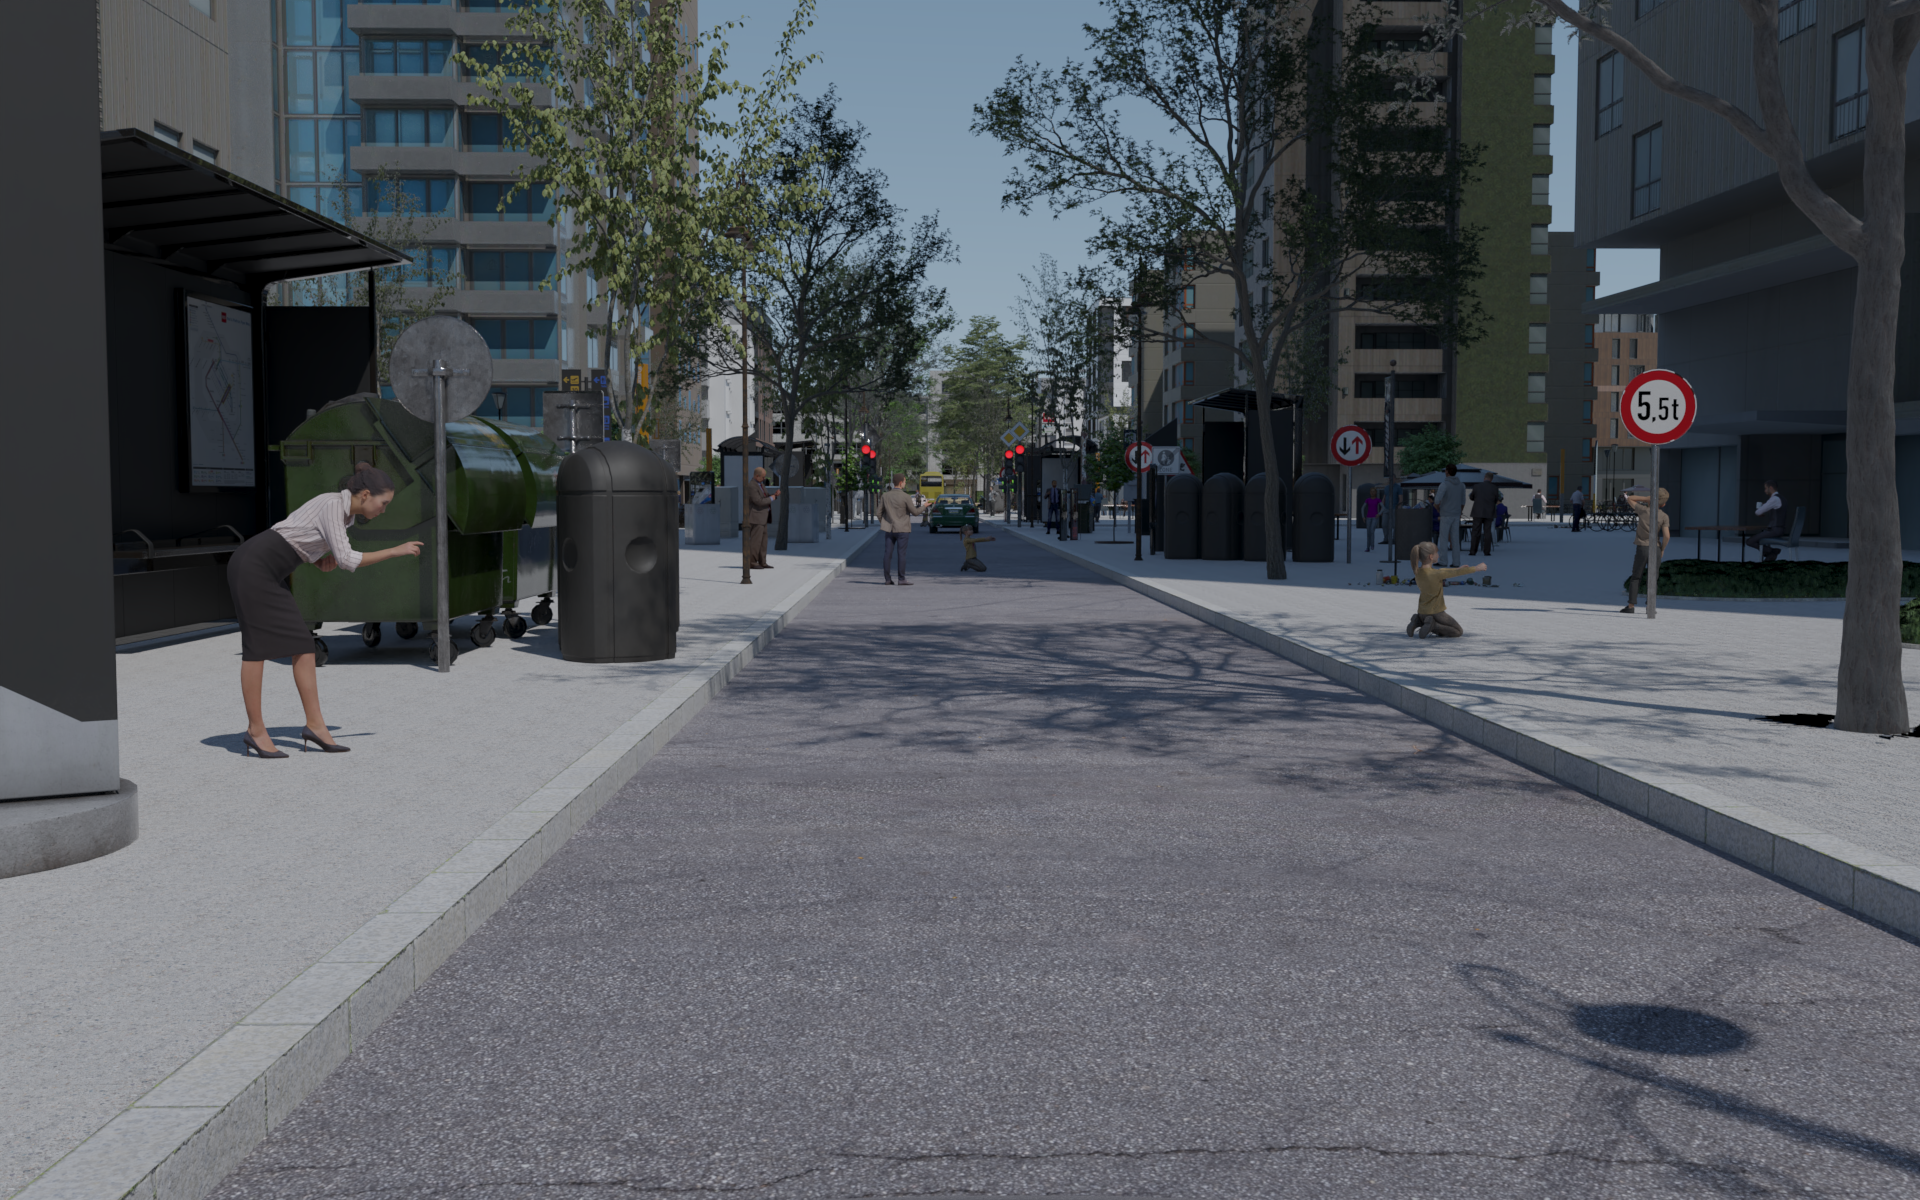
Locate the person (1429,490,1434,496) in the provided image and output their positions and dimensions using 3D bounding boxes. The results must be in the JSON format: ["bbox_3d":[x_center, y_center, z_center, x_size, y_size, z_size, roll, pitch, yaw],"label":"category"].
[{"bbox_3d":[23.450,-4.744,86.077,0.387,1.526,0.523,0,4,2],"label":"person"}]

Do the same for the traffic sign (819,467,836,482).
[{"bbox_3d":[-6.022,-4.807,78.693,0.768,2.556,0.104,0,4,5],"label":"traffic sign"}]

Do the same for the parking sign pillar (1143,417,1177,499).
[{"bbox_3d":[6.961,-4.436,61.005,1.447,3.967,1.447,-1,4,-9],"label":"parking sign pillar"}]

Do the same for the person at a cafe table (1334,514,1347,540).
[{"bbox_3d":[10.071,-2.336,49.059,1.698,1.238,1.726,0,4,3],"label":"person at a cafe table"}]

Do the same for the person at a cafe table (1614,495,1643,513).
[{"bbox_3d":[45.345,-6.527,117.583,1.726,1.238,1.698,2,4,27],"label":"person at a cafe table"}]

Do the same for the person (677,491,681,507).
[{"bbox_3d":[-19.418,-6.769,119.251,0.613,1.512,0.480,2,4,30],"label":"person"}]

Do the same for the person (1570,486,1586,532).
[{"bbox_3d":[20.893,-3.081,58.634,0.590,1.554,0.614,-1,4,-20],"label":"person"}]

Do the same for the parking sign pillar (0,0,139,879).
[{"bbox_3d":[-3.746,-1.078,6.103,1.447,3.967,1.447,-2,4,-30],"label":"parking sign pillar"}]

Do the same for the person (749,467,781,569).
[{"bbox_3d":[-3.367,-1.395,29.546,0.600,1.739,0.565,-1,4,-14],"label":"person"}]

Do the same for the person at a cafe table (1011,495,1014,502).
[{"bbox_3d":[4.913,-8.139,141.592,1.622,1.524,1.698,1,4,15],"label":"person at a cafe table"}]

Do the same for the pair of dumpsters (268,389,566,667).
[{"bbox_3d":[-4.437,-0.754,14.820,1.574,2.255,4.437,0,4,-1],"label":"pair of dumpsters"}]

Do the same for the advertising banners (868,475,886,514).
[{"bbox_3d":[-5.451,-6.946,109.754,2.074,3.025,0.090,1,4,14],"label":"advertising banners"}]

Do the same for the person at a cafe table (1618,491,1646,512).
[{"bbox_3d":[47.361,-6.977,122.596,1.622,1.524,1.698,-1,4,-19],"label":"person at a cafe table"}]

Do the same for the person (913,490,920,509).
[{"bbox_3d":[-3.953,-9.123,157.528,0.709,1.838,0.599,3,5,43],"label":"person"}]

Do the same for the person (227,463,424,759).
[{"bbox_3d":[-3.139,0.045,8.494,0.628,1.438,0.799,3,5,43],"label":"person"}]

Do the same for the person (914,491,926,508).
[{"bbox_3d":[-3.507,-8.713,151.669,1.217,1.735,0.721,-3,4,-36],"label":"person"}]

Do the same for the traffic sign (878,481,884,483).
[{"bbox_3d":[-6.922,-9.164,149.938,0.768,2.556,0.104,0,4,6],"label":"traffic sign"}]

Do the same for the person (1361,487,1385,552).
[{"bbox_3d":[9.058,-1.765,38.130,0.726,1.435,0.776,2,4,25],"label":"person"}]

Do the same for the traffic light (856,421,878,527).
[{"bbox_3d":[-3.573,-4.740,66.413,0.839,4.253,0.868,0,4,-1],"label":"traffic light"}]

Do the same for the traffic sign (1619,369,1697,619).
[{"bbox_3d":[7.118,-1.079,17.754,0.768,2.556,0.104,0,4,4],"label":"traffic sign"}]

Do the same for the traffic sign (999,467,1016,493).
[{"bbox_3d":[2.154,-4.790,78.422,0.768,2.556,0.104,0,4,1],"label":"traffic sign"}]

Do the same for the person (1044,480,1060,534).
[{"bbox_3d":[3.003,-2.951,55.110,0.655,1.722,0.431,0,4,-5],"label":"person"}]

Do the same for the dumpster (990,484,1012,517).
[{"bbox_3d":[2.339,-5.664,98.368,1.264,1.857,1.865,0,4,-1],"label":"dumpster"}]

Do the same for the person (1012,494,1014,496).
[{"bbox_3d":[6.355,-12.080,206.808,1.065,1.426,0.557,3,5,40],"label":"person"}]

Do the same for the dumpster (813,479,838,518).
[{"bbox_3d":[-7.443,-5.603,94.099,1.502,2.255,1.985,0,4,-1],"label":"dumpster"}]

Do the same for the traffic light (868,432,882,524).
[{"bbox_3d":[-3.757,-5.228,74.396,0.839,4.253,0.868,0,4,-1],"label":"traffic light"}]

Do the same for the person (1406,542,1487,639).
[{"bbox_3d":[4.330,-0.094,15.496,0.695,0.859,0.347,-1,4,-21],"label":"person"}]

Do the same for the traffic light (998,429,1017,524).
[{"bbox_3d":[2.082,-5.237,74.546,0.839,4.253,0.868,0,4,-1],"label":"traffic light"}]

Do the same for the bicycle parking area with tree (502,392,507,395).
[{"bbox_3d":[-15.470,-3.804,49.199,8.231,4.147,9.016,1,4,19],"label":"bicycle parking area with tree"}]

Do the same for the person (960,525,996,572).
[{"bbox_3d":[0.322,-0.953,32.010,0.695,0.859,0.347,1,4,23],"label":"person"}]

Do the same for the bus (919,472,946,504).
[{"bbox_3d":[-3.029,-12.066,188.817,2.896,3.916,12.252,0,4,0],"label":"bus"}]

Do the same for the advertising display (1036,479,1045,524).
[{"bbox_3d":[3.768,-4.259,74.851,0.974,1.923,0.123,2,4,27],"label":"advertising display"}]

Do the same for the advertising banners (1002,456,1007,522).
[{"bbox_3d":[2.089,-5.121,79.923,0.090,3.025,2.074,0,4,-5],"label":"advertising banners"}]

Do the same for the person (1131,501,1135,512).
[{"bbox_3d":[12.656,-7.255,126.873,0.614,1.554,0.590,2,4,27],"label":"person"}]

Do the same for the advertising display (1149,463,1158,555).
[{"bbox_3d":[4.105,-1.930,36.768,0.123,1.923,0.974,1,4,9],"label":"advertising display"}]

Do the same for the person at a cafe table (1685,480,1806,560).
[{"bbox_3d":[13.470,-1.283,29.492,1.622,1.524,1.698,3,5,41],"label":"person at a cafe table"}]

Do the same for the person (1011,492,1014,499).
[{"bbox_3d":[5.533,-10.990,186.451,1.217,1.735,0.721,1,4,11],"label":"person"}]

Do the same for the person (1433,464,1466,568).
[{"bbox_3d":[8.522,-1.467,30.168,0.875,1.805,0.789,-1,4,-22],"label":"person"}]

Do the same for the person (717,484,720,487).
[{"bbox_3d":[-10.605,-4.252,76.488,0.530,1.710,0.541,1,4,20],"label":"person"}]

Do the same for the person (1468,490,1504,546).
[{"bbox_3d":[12.951,-2.189,42.554,0.841,1.734,0.376,2,4,33],"label":"person"}]

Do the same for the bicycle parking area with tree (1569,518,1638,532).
[{"bbox_3d":[25.570,-4.333,57.851,9.016,4.147,8.231,1,4,9],"label":"bicycle parking area with tree"}]

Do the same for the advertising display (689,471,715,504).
[{"bbox_3d":[-7.309,-2.686,49.136,0.974,1.923,0.123,3,5,42],"label":"advertising display"}]

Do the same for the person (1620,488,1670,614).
[{"bbox_3d":[7.335,-0.526,18.547,0.435,1.345,0.340,0,4,8],"label":"person"}]

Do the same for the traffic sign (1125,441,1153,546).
[{"bbox_3d":[4.330,-2.539,41.616,0.768,2.556,0.104,0,4,-1],"label":"traffic sign"}]

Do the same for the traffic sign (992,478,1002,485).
[{"bbox_3d":[2.876,-8.304,135.873,0.768,2.556,0.104,0,4,-1],"label":"traffic sign"}]

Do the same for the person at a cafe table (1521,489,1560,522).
[{"bbox_3d":[27.196,-4.442,81.141,1.698,1.524,1.622,2,4,28],"label":"person at a cafe table"}]

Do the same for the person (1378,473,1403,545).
[{"bbox_3d":[10.947,-2.318,44.075,0.434,1.807,0.598,-2,4,-29],"label":"person"}]

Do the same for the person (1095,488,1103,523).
[{"bbox_3d":[6.153,-4.245,77.654,0.499,1.552,0.429,3,5,42],"label":"person"}]

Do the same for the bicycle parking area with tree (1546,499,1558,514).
[{"bbox_3d":[42.382,-7.535,110.194,9.016,4.147,8.231,0,4,3],"label":"bicycle parking area with tree"}]

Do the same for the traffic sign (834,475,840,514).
[{"bbox_3d":[-7.742,-6.761,110.538,0.884,2.594,0.081,0,4,2],"label":"traffic sign"}]

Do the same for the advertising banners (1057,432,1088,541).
[{"bbox_3d":[3.156,-3.172,48.053,0.090,3.025,2.074,2,4,27],"label":"advertising banners"}]

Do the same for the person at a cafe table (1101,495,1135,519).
[{"bbox_3d":[8.424,-4.802,89.371,1.698,1.238,1.726,1,4,19],"label":"person at a cafe table"}]

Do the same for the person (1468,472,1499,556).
[{"bbox_3d":[10.902,-1.796,36.097,0.565,1.739,0.600,-1,4,-11],"label":"person"}]

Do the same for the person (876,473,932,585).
[{"bbox_3d":[-0.882,-1.121,27.355,0.617,1.759,0.750,3,5,40],"label":"person"}]

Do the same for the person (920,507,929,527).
[{"bbox_3d":[-1.599,-3.648,76.066,0.347,0.859,0.695,2,4,34],"label":"person"}]

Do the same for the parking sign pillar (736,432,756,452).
[{"bbox_3d":[-9.471,-5.275,74.722,1.447,3.967,1.447,-2,4,-29],"label":"parking sign pillar"}]

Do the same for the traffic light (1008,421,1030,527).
[{"bbox_3d":[2.266,-4.749,66.563,0.839,4.253,0.868,0,4,-1],"label":"traffic light"}]

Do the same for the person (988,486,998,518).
[{"bbox_3d":[1.765,-5.355,94.326,0.376,1.734,0.841,-2,4,-23],"label":"person"}]

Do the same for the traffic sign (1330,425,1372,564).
[{"bbox_3d":[7.185,-1.946,31.924,0.768,2.556,0.104,0,4,-1],"label":"traffic sign"}]
